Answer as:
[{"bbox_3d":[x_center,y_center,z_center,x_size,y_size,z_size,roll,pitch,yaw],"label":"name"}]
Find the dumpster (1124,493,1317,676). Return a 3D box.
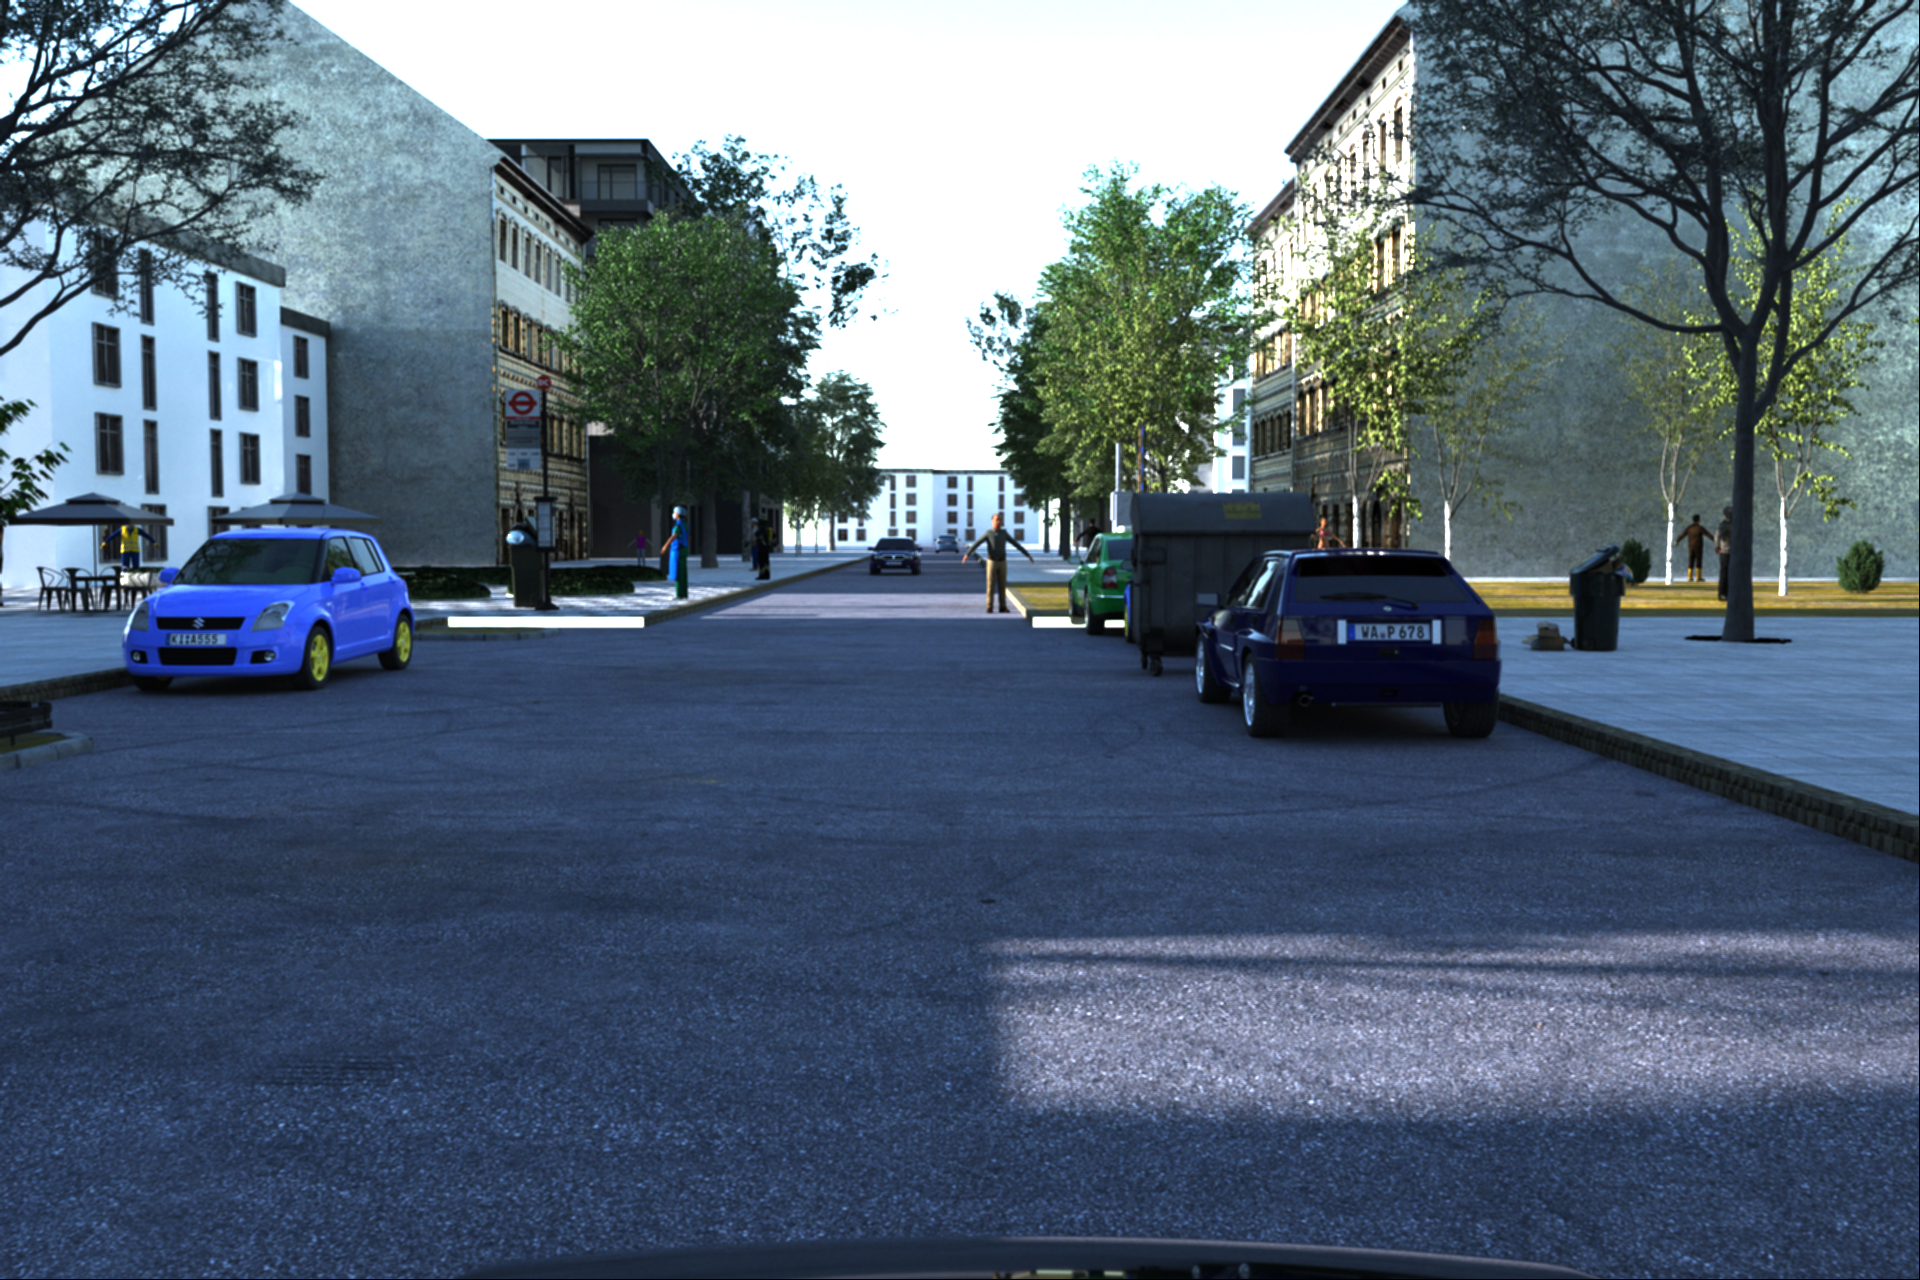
[{"bbox_3d":[2.672,-0.591,17.885,1.865,1.857,1.264,0,4,0],"label":"dumpster"}]

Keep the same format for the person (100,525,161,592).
[{"bbox_3d":[-18.512,-1.969,38.656,1.216,1.772,0.721,-2,4,-28],"label":"person"}]

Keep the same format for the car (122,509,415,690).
[{"bbox_3d":[-6.710,-0.455,17.024,1.945,1.707,3.694,0,4,0],"label":"car"}]

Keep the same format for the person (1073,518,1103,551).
[{"bbox_3d":[4.623,-3.339,60.530,1.347,1.837,0.705,0,4,8],"label":"person"}]

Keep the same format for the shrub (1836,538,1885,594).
[{"bbox_3d":[19.379,-1.600,37.272,1.383,1.207,1.383,0,3,0],"label":"shrub"}]

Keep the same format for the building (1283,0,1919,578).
[{"bbox_3d":[22.389,-13.961,59.195,19.493,23.208,18.063,0,4,0],"label":"building"}]

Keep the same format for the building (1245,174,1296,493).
[{"bbox_3d":[23.794,-15.071,77.345,19.493,23.208,18.063,0,3,0],"label":"building"}]

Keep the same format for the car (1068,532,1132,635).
[{"bbox_3d":[2.651,-1.052,26.003,1.959,1.807,4.718,0,4,-1],"label":"car"}]

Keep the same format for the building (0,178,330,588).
[{"bbox_3d":[-25.809,-6.891,54.807,9.099,9.664,28.070,0,4,0],"label":"building"}]

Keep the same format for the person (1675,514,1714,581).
[{"bbox_3d":[20.041,-2.507,47.130,0.704,1.812,1.346,-3,4,-38],"label":"person"}]

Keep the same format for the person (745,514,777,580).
[{"bbox_3d":[-5.525,-2.615,48.534,0.705,1.856,1.354,2,4,32],"label":"person"}]

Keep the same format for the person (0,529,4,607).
[{"bbox_3d":[-17.130,-1.499,30.657,0.704,1.843,1.345,-3,4,-38],"label":"person"}]

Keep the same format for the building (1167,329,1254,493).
[{"bbox_3d":[24.358,-18.520,159.225,16.016,20.090,11.380,0,4,0],"label":"building"}]

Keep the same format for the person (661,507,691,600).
[{"bbox_3d":[-5.499,-1.696,33.855,0.704,1.817,1.347,1,4,11],"label":"person"}]

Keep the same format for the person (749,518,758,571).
[{"bbox_3d":[-7.218,-3.349,60.616,0.705,1.847,1.347,0,4,2],"label":"person"}]

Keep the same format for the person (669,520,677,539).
[{"bbox_3d":[-10.830,-3.663,66.085,1.347,1.806,0.705,3,5,41],"label":"person"}]

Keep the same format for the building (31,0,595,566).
[{"bbox_3d":[-27.911,-15.100,77.810,19.493,23.208,18.063,0,4,-1],"label":"building"}]

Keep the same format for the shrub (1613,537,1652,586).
[{"bbox_3d":[16.483,-1.921,42.532,1.383,1.207,1.383,0,3,0],"label":"shrub"}]

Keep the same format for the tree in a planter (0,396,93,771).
[{"bbox_3d":[-6.731,-0.836,10.889,1.991,3.239,1.994,0,4,0],"label":"tree in a planter"}]

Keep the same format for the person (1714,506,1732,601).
[{"bbox_3d":[14.729,-1.653,33.157,1.348,1.813,0.705,-3,5,-42],"label":"person"}]

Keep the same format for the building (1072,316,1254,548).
[{"bbox_3d":[25.399,-20.479,178.811,27.936,21.610,32.646,0,4,0],"label":"building"}]

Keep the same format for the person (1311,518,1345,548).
[{"bbox_3d":[9.989,-2.480,47.346,1.217,1.733,0.721,-1,4,-22],"label":"person"}]

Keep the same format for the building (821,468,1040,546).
[{"bbox_3d":[-3.711,-16.894,220.821,28.070,9.664,9.099,0,4,-4],"label":"building"}]

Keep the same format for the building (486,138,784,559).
[{"bbox_3d":[-26.522,-16.035,106.149,27.936,21.610,32.646,0,4,0],"label":"building"}]

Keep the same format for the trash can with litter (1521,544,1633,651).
[{"bbox_3d":[6.784,-0.469,19.050,1.055,1.170,0.624,0,4,0],"label":"trash can with litter"}]

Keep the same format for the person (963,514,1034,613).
[{"bbox_3d":[0.677,-1.395,31.536,1.348,1.796,0.705,-1,4,-16],"label":"person"}]

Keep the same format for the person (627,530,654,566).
[{"bbox_3d":[-11.288,-3.177,61.208,0.991,1.433,0.599,1,4,11],"label":"person"}]

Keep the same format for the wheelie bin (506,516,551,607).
[{"bbox_3d":[-7.560,-1.377,30.416,0.693,1.594,0.980,0,4,-1],"label":"wheelie bin"}]

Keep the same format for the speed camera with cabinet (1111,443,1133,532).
[{"bbox_3d":[3.649,-2.613,37.055,0.660,3.252,2.038,0,4,-1],"label":"speed camera with cabinet"}]

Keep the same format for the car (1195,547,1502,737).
[{"bbox_3d":[2.890,-0.059,13.545,1.945,1.354,3.894,0,3,0],"label":"car"}]

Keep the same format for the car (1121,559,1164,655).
[{"bbox_3d":[3.022,-0.743,21.743,1.945,1.707,3.694,0,4,0],"label":"car"}]
